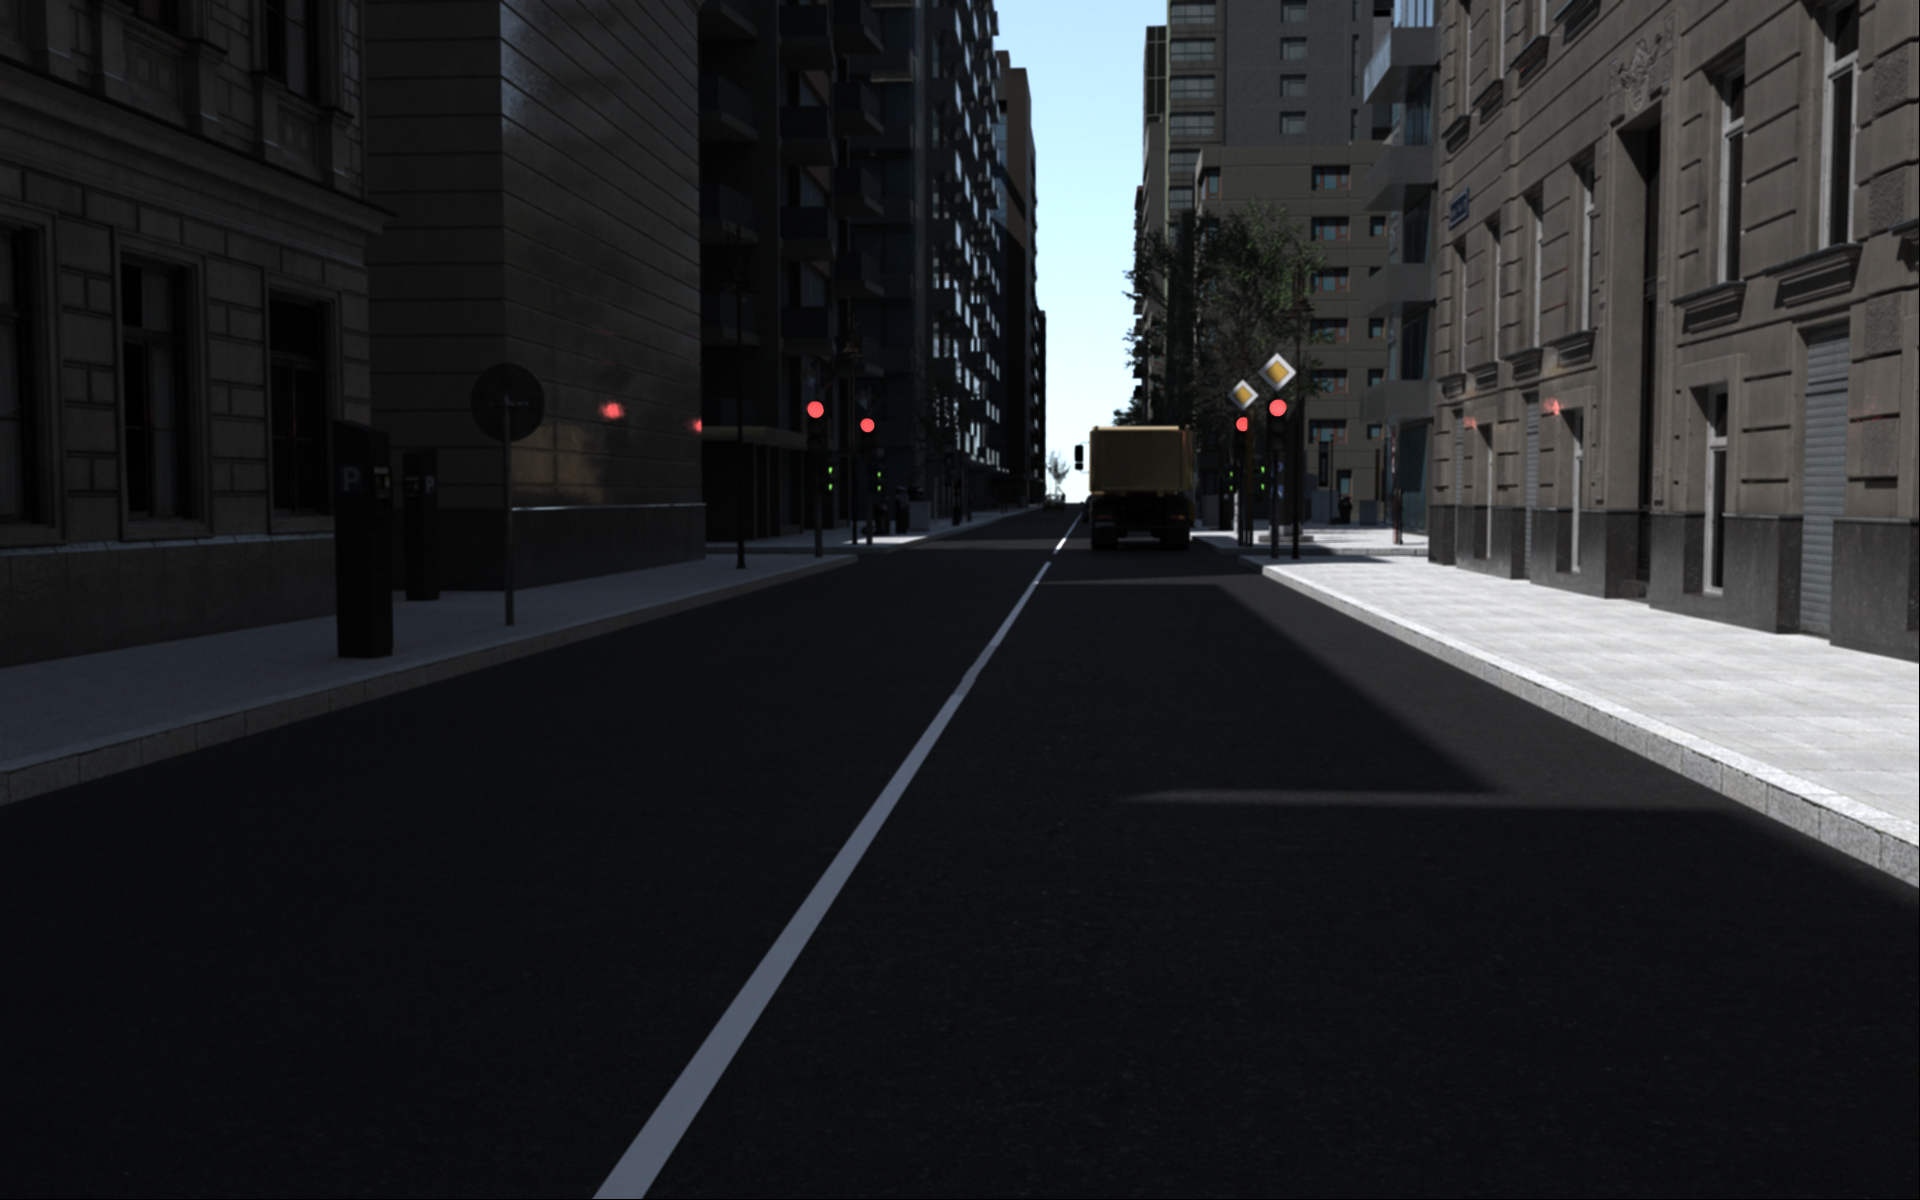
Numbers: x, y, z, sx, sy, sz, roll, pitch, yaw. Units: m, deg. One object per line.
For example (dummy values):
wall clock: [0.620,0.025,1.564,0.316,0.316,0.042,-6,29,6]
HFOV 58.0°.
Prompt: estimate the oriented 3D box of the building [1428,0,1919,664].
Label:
building: [13.438,-13.565,19.058,12.463,27.353,25.104,0,4,4]

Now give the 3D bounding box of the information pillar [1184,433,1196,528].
information pillar: [8.798,-4.585,66.311,0.504,3.616,0.183,3,5,40]

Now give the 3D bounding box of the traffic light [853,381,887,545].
traffic light: [-2.245,-3.316,43.142,0.839,4.253,0.868,0,4,4]

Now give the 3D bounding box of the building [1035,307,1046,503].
building: [5.820,-30.009,262.355,14.160,30.474,14.107,0,4,4]

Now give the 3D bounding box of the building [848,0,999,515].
building: [-8.502,-31.460,133.979,23.786,49.044,30.456,0,4,4]

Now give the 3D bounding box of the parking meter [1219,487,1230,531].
parking meter: [9.297,-3.211,60.906,0.372,1.533,0.369,0,3,0]

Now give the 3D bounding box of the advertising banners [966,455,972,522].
advertising banners: [0.389,-5.058,78.882,0.090,3.025,2.074,0,4,7]

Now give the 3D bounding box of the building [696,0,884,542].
building: [-14.474,-24.671,58.002,22.147,44.769,28.867,0,4,4]

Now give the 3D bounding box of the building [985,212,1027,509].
building: [-9.992,-28.730,161.618,32.217,40.220,23.993,0,4,4]

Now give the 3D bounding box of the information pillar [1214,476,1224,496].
information pillar: [10.423,-3.995,69.807,0.304,2.012,0.304,-2,4,-23]

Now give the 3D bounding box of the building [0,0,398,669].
building: [-11.901,-8.923,10.522,10.561,19.102,19.286,0,4,4]

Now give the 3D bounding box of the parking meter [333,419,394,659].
parking meter: [-4.677,-0.482,13.599,0.399,1.863,0.255,1,4,19]

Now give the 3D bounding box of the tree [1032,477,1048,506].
tree: [9.091,-12.228,194.522,1.663,3.219,1.824,0,3,0]

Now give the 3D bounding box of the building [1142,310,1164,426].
building: [32.880,-20.273,176.503,27.650,21.520,28.899,0,4,4]

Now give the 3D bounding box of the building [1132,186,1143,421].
building: [35.145,-35.815,240.192,22.147,44.769,28.867,0,4,4]

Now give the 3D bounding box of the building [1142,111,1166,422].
building: [33.619,-36.161,214.933,21.300,48.544,21.600,0,4,4]

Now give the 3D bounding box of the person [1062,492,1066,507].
person: [11.111,-10.751,185.746,0.415,1.643,0.593,2,4,29]

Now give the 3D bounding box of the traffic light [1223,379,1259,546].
traffic light: [6.890,-3.274,42.450,0.839,4.253,0.868,0,4,4]

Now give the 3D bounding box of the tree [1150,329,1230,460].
tree: [10.391,-7.808,78.021,4.737,8.622,4.395,0,3,0]

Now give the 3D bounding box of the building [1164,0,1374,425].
building: [22.066,-27.109,126.834,14.154,41.232,14.086,0,4,4]

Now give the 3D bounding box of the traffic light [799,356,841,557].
traffic light: [-2.864,-2.829,35.181,0.839,4.253,0.868,0,4,4]

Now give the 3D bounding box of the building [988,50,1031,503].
building: [0.192,-32.396,179.792,14.600,45.320,14.200,0,4,4]

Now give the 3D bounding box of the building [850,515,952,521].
building: [-10.655,-29.093,95.280,23.786,49.044,30.456,0,4,4]

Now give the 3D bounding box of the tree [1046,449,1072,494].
tree: [15.541,-19.977,276.987,4.737,8.622,4.395,0,3,0]

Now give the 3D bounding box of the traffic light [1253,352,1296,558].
traffic light: [6.271,-2.787,34.489,0.839,4.253,0.868,0,4,4]

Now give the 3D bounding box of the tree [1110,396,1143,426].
tree: [20.216,-17.281,200.673,7.486,12.596,7.792,0,3,0]

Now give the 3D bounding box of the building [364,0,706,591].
building: [-17.543,-14.157,28.733,25.104,27.353,12.463,0,4,4]

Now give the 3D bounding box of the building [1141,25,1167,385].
building: [36.061,-50.510,264.082,20.563,71.187,20.611,0,4,4]

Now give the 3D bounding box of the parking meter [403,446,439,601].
parking meter: [-6.493,-0.926,20.858,0.255,1.863,0.399,1,4,17]

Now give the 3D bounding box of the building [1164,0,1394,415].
building: [31.426,-34.123,147.152,28.713,52.752,27.495,0,4,4]

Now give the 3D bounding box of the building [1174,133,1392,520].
building: [26.924,-15.584,99.831,27.650,21.520,28.899,0,4,4]

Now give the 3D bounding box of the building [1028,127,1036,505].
building: [-1.704,-36.082,213.645,21.300,48.544,21.600,0,4,4]

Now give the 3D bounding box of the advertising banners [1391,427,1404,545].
advertising banners: [11.192,-2.947,44.364,0.090,3.025,2.074,0,4,7]

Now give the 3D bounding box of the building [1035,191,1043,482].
building: [-0.610,-37.920,239.602,23.786,49.044,30.456,0,4,4]

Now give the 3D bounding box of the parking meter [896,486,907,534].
parking meter: [-1.900,-2.918,56.118,0.372,1.533,0.369,0,3,0]

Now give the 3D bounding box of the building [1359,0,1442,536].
building: [28.362,-26.598,54.492,30.456,49.044,23.786,0,4,4]
